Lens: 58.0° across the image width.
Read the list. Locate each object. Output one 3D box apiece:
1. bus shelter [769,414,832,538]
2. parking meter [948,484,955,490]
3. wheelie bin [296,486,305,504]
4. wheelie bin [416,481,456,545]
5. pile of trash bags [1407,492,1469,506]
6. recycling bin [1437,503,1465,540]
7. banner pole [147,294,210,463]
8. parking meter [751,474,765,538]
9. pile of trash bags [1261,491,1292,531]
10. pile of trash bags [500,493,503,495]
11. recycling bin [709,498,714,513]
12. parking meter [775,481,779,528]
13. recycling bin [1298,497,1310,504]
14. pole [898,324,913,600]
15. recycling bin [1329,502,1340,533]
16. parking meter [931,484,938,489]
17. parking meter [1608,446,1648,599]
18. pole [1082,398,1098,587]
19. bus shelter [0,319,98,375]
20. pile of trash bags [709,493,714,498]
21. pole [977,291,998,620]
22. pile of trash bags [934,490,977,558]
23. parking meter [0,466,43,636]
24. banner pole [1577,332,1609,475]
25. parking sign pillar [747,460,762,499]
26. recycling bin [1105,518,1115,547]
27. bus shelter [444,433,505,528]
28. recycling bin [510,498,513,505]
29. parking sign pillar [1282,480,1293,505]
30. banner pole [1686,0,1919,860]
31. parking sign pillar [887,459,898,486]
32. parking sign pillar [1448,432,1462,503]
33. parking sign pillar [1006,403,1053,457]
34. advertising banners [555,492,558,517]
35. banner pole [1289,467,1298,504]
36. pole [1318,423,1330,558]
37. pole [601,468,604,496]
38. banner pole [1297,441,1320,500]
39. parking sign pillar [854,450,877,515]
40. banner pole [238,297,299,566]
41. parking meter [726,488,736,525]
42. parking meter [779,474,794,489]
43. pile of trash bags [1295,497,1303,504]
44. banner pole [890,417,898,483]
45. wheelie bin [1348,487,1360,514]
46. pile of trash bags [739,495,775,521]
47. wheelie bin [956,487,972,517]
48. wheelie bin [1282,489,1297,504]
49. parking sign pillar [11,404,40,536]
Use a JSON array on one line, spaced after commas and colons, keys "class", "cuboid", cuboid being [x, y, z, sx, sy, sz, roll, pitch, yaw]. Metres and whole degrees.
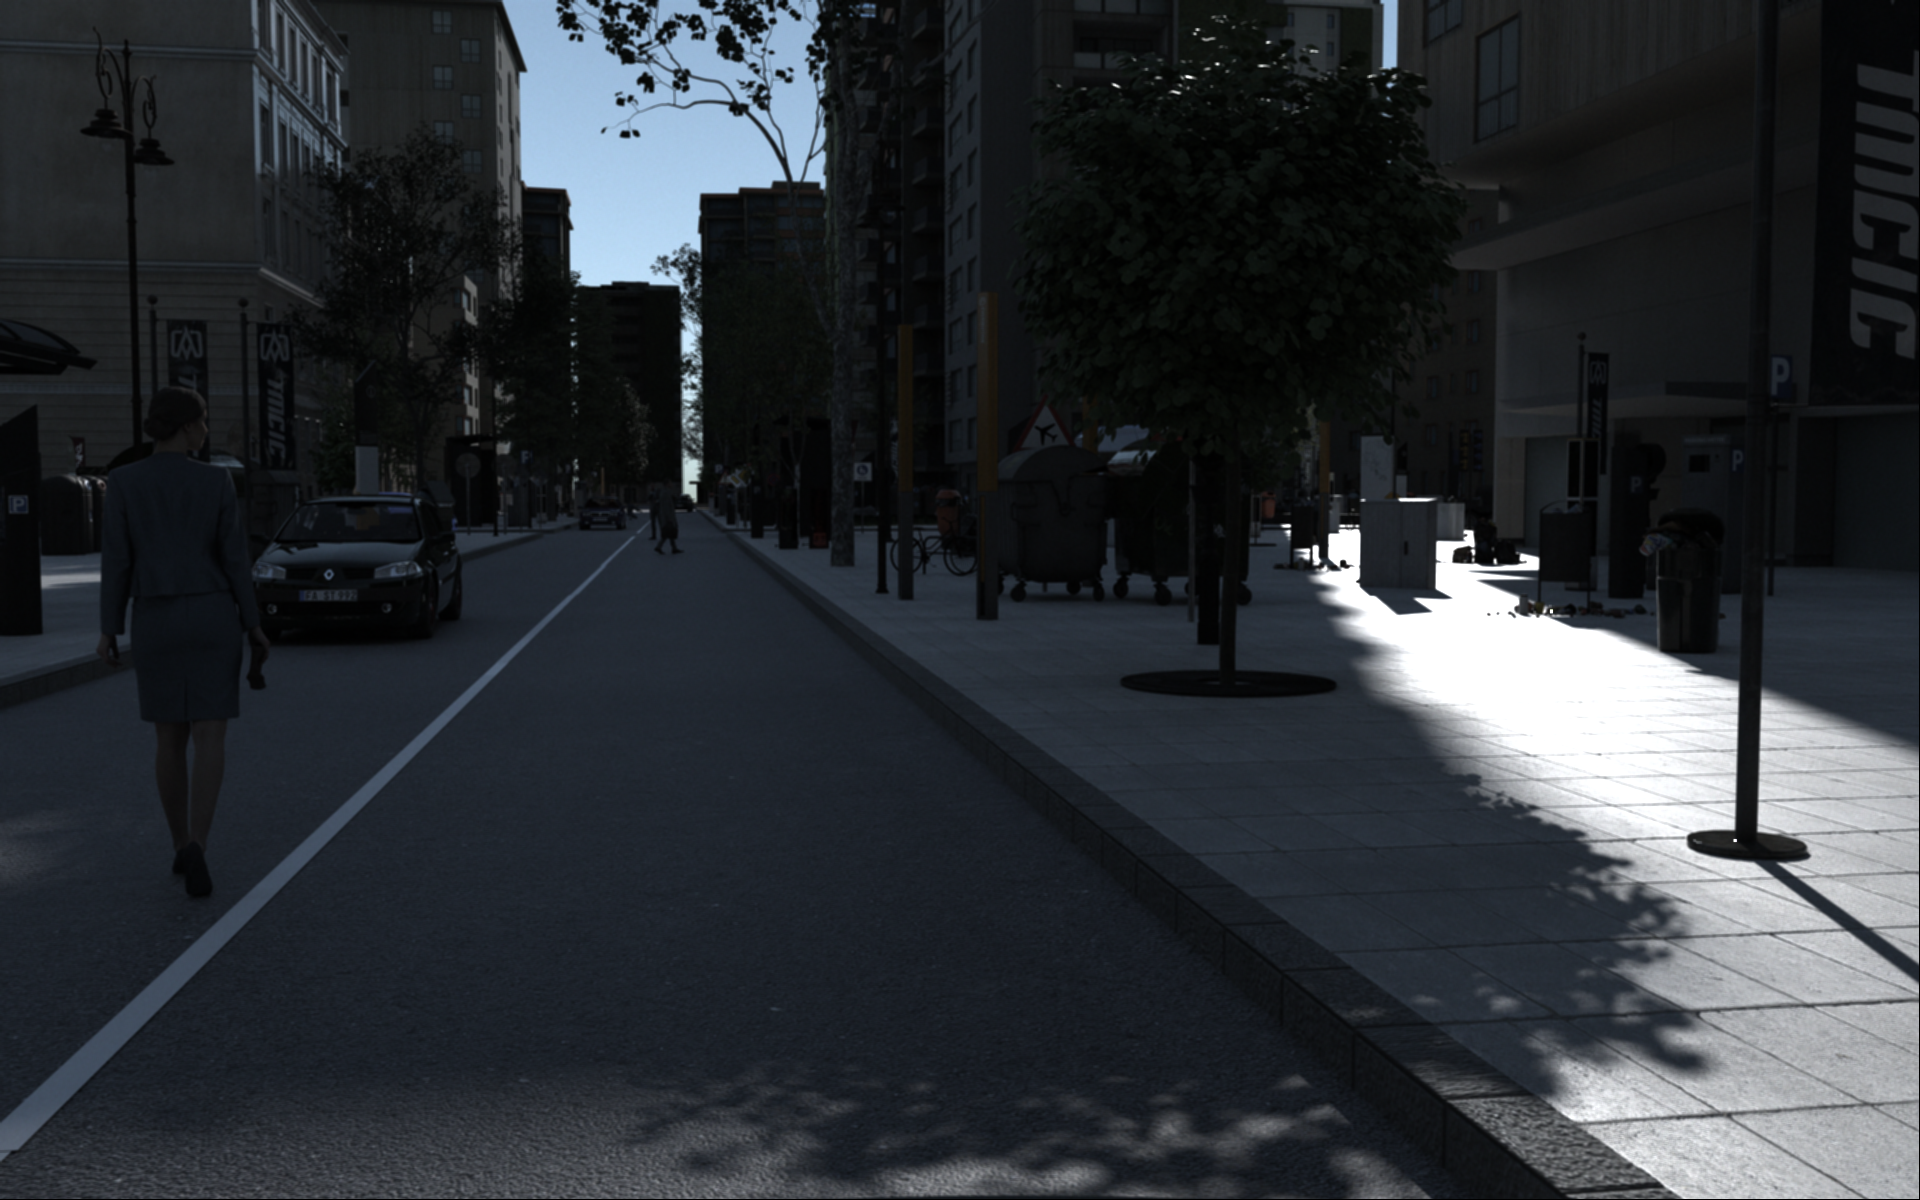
[{"class": "bus shelter", "cuboid": [-4.885, -3.815, 53.656, 1.731, 3.624, 6.357, -1, 4, -9]}, {"class": "parking meter", "cuboid": [-0.536, -5.903, 102.218, 0.255, 1.863, 0.399, -3, 5, -44]}, {"class": "wheelie bin", "cuboid": [-25.046, -3.500, 65.136, 0.980, 1.594, 0.693, 3, 5, 43]}, {"class": "wheelie bin", "cuboid": [-12.277, -1.990, 40.451, 0.693, 1.594, 0.980, 2, 4, 28]}, {"class": "pile of trash bags", "cuboid": [22.753, -4.448, 82.471, 3.447, 1.369, 1.912, 2, 4, 30]}, {"class": "recycling bin", "cuboid": [13.674, -2.209, 48.670, 0.722, 1.027, 0.722, -3, 4, -37]}, {"class": "banner pole", "cuboid": [-9.890, -1.947, 21.851, 0.863, 3.779, 0.401, -1, 4, -14]}, {"class": "parking meter", "cuboid": [-5.878, -2.730, 50.352, 0.399, 1.863, 0.255, 0, 4, -4]}, {"class": "pile of trash bags", "cuboid": [9.315, -2.998, 58.768, 3.447, 1.369, 1.912, -2, 4, -30]}, {"class": "pile of trash bags", "cuboid": [-33.060, -7.204, 127.538, 1.912, 1.369, 3.447, -3, 5, -40]}, {"class": "recycling bin", "cuboid": [-16.908, -6.572, 120.009, 0.722, 1.027, 0.722, -3, 5, -43]}, {"class": "parking meter", "cuboid": [-6.797, -3.666, 65.651, 0.399, 1.863, 0.255, -1, 4, -19]}, {"class": "recycling bin", "cuboid": [25.399, -7.058, 127.948, 0.722, 1.027, 0.722, 2, 4, 24]}, {"class": "pole", "cuboid": [-0.660, -1.659, 20.973, 0.158, 3.312, 0.155, 0, 3, 0]}, {"class": "recycling bin", "cuboid": [12.227, -2.747, 57.471, 0.722, 1.027, 0.722, 1, 4, 16]}, {"class": "parking meter", "cuboid": [-1.438, -5.608, 97.401, 0.255, 1.863, 0.399, -2, 4, -32]}, {"class": "parking meter", "cuboid": [8.223, -0.954, 21.313, 0.399, 1.863, 0.255, -2, 4, -23]}, {"class": "pole", "cuboid": [1.788, -1.833, 23.810, 0.158, 3.312, 0.155, 0, 3, 0]}, {"class": "bus shelter", "cuboid": [-10.777, -1.456, 17.727, 2.014, 3.302, 5.546, -1, 4, -9]}, {"class": "pile of trash bags", "cuboid": [-18.818, -7.703, 135.701, 1.912, 1.369, 3.447, 1, 4, 15]}, {"class": "pole", "cuboid": [0.279, -1.453, 17.599, 0.158, 3.312, 0.155, 0, 3, 0]}, {"class": "pile of trash bags", "cuboid": [0.602, -1.619, 36.227, 1.912, 1.369, 3.447, 2, 4, 35]}, {"class": "parking meter", "cuboid": [-8.589, -0.450, 15.772, 0.372, 1.533, 0.369, 0, 3, 0]}, {"class": "banner pole", "cuboid": [9.803, -2.261, 26.979, 0.863, 3.779, 0.401, -2, 4, -29]}, {"class": "parking sign pillar", "cuboid": [-12.214, -7.070, 104.073, 1.447, 3.967, 1.447, 3, 4, 39]}, {"class": "recycling bin", "cuboid": [3.845, -1.804, 42.048, 0.722, 1.027, 0.722, -2, 4, -35]}, {"class": "bus shelter", "cuboid": [-19.366, -4.775, 69.351, 1.731, 3.624, 6.357, -1, 4, -9]}, {"class": "recycling bin", "cuboid": [-29.345, -6.247, 114.699, 0.722, 1.027, 0.722, 0, 4, -1]}, {"class": "parking sign pillar", "cuboid": [23.692, -8.438, 126.441, 1.447, 3.967, 1.447, -1, 4, -18]}, {"class": "banner pole", "cuboid": [3.052, -0.981, 6.054, 0.863, 3.779, 0.401, 2, 4, 26]}, {"class": "parking sign pillar", "cuboid": [-3.467, -6.559, 95.704, 1.447, 3.967, 1.447, 1, 4, 15]}, {"class": "parking sign pillar", "cuboid": [21.536, -5.314, 75.358, 1.447, 3.967, 1.447, 1, 4, 23]}, {"class": "parking sign pillar", "cuboid": [1.999, -3.750, 49.786, 1.447, 3.967, 1.447, 0, 4, -6]}, {"class": "advertising banners", "cuboid": [-22.841, -6.151, 96.750, 0.090, 3.025, 2.074, 0, 4, 6]}, {"class": "banner pole", "cuboid": [20.354, -7.066, 105.545, 0.863, 3.779, 0.401, 0, 4, 6]}, {"class": "pole", "cuboid": [7.314, -2.502, 34.752, 0.158, 3.312, 0.155, 0, 3, 0]}, {"class": "pole", "cuboid": [-27.407, -8.506, 132.909, 0.158, 3.312, 0.155, 0, 3, 0]}, {"class": "banner pole", "cuboid": [16.509, -5.607, 81.689, 0.863, 3.779, 0.401, -2, 4, -33]}, {"class": "parking sign pillar", "cuboid": [-5.772, -7.122, 104.912, 1.447, 3.967, 1.447, -3, 5, -40]}, {"class": "banner pole", "cuboid": [-8.948, -1.974, 22.297, 0.863, 3.779, 0.401, -3, 5, -41]}, {"class": "parking meter", "cuboid": [-9.587, -3.921, 72.515, 0.372, 1.533, 0.369, 0, 3, 0]}, {"class": "parking meter", "cuboid": [-4.879, -2.671, 49.374, 0.399, 1.863, 0.255, -1, 4, -13]}, {"class": "pile of trash bags", "cuboid": [13.982, -4.160, 77.765, 1.912, 1.369, 3.447, -3, 4, -38]}, {"class": "banner pole", "cuboid": [-1.725, -3.616, 49.143, 0.863, 3.779, 0.401, 3, 4, 37]}, {"class": "wheelie bin", "cuboid": [17.183, -4.107, 75.052, 0.693, 1.594, 0.980, 1, 4, 16]}, {"class": "pile of trash bags", "cuboid": [-9.767, -4.542, 84.014, 1.912, 1.369, 3.447, -1, 4, -8]}, {"class": "wheelie bin", "cuboid": [0.083, -4.166, 76.026, 0.980, 1.594, 0.693, 3, 5, 40]}, {"class": "wheelie bin", "cuboid": [20.499, -6.099, 107.626, 0.980, 1.594, 0.693, 2, 4, 27]}, {"class": "parking sign pillar", "cuboid": [-28.301, -3.881, 51.919, 1.447, 3.967, 1.447, -1, 4, -16]}]
